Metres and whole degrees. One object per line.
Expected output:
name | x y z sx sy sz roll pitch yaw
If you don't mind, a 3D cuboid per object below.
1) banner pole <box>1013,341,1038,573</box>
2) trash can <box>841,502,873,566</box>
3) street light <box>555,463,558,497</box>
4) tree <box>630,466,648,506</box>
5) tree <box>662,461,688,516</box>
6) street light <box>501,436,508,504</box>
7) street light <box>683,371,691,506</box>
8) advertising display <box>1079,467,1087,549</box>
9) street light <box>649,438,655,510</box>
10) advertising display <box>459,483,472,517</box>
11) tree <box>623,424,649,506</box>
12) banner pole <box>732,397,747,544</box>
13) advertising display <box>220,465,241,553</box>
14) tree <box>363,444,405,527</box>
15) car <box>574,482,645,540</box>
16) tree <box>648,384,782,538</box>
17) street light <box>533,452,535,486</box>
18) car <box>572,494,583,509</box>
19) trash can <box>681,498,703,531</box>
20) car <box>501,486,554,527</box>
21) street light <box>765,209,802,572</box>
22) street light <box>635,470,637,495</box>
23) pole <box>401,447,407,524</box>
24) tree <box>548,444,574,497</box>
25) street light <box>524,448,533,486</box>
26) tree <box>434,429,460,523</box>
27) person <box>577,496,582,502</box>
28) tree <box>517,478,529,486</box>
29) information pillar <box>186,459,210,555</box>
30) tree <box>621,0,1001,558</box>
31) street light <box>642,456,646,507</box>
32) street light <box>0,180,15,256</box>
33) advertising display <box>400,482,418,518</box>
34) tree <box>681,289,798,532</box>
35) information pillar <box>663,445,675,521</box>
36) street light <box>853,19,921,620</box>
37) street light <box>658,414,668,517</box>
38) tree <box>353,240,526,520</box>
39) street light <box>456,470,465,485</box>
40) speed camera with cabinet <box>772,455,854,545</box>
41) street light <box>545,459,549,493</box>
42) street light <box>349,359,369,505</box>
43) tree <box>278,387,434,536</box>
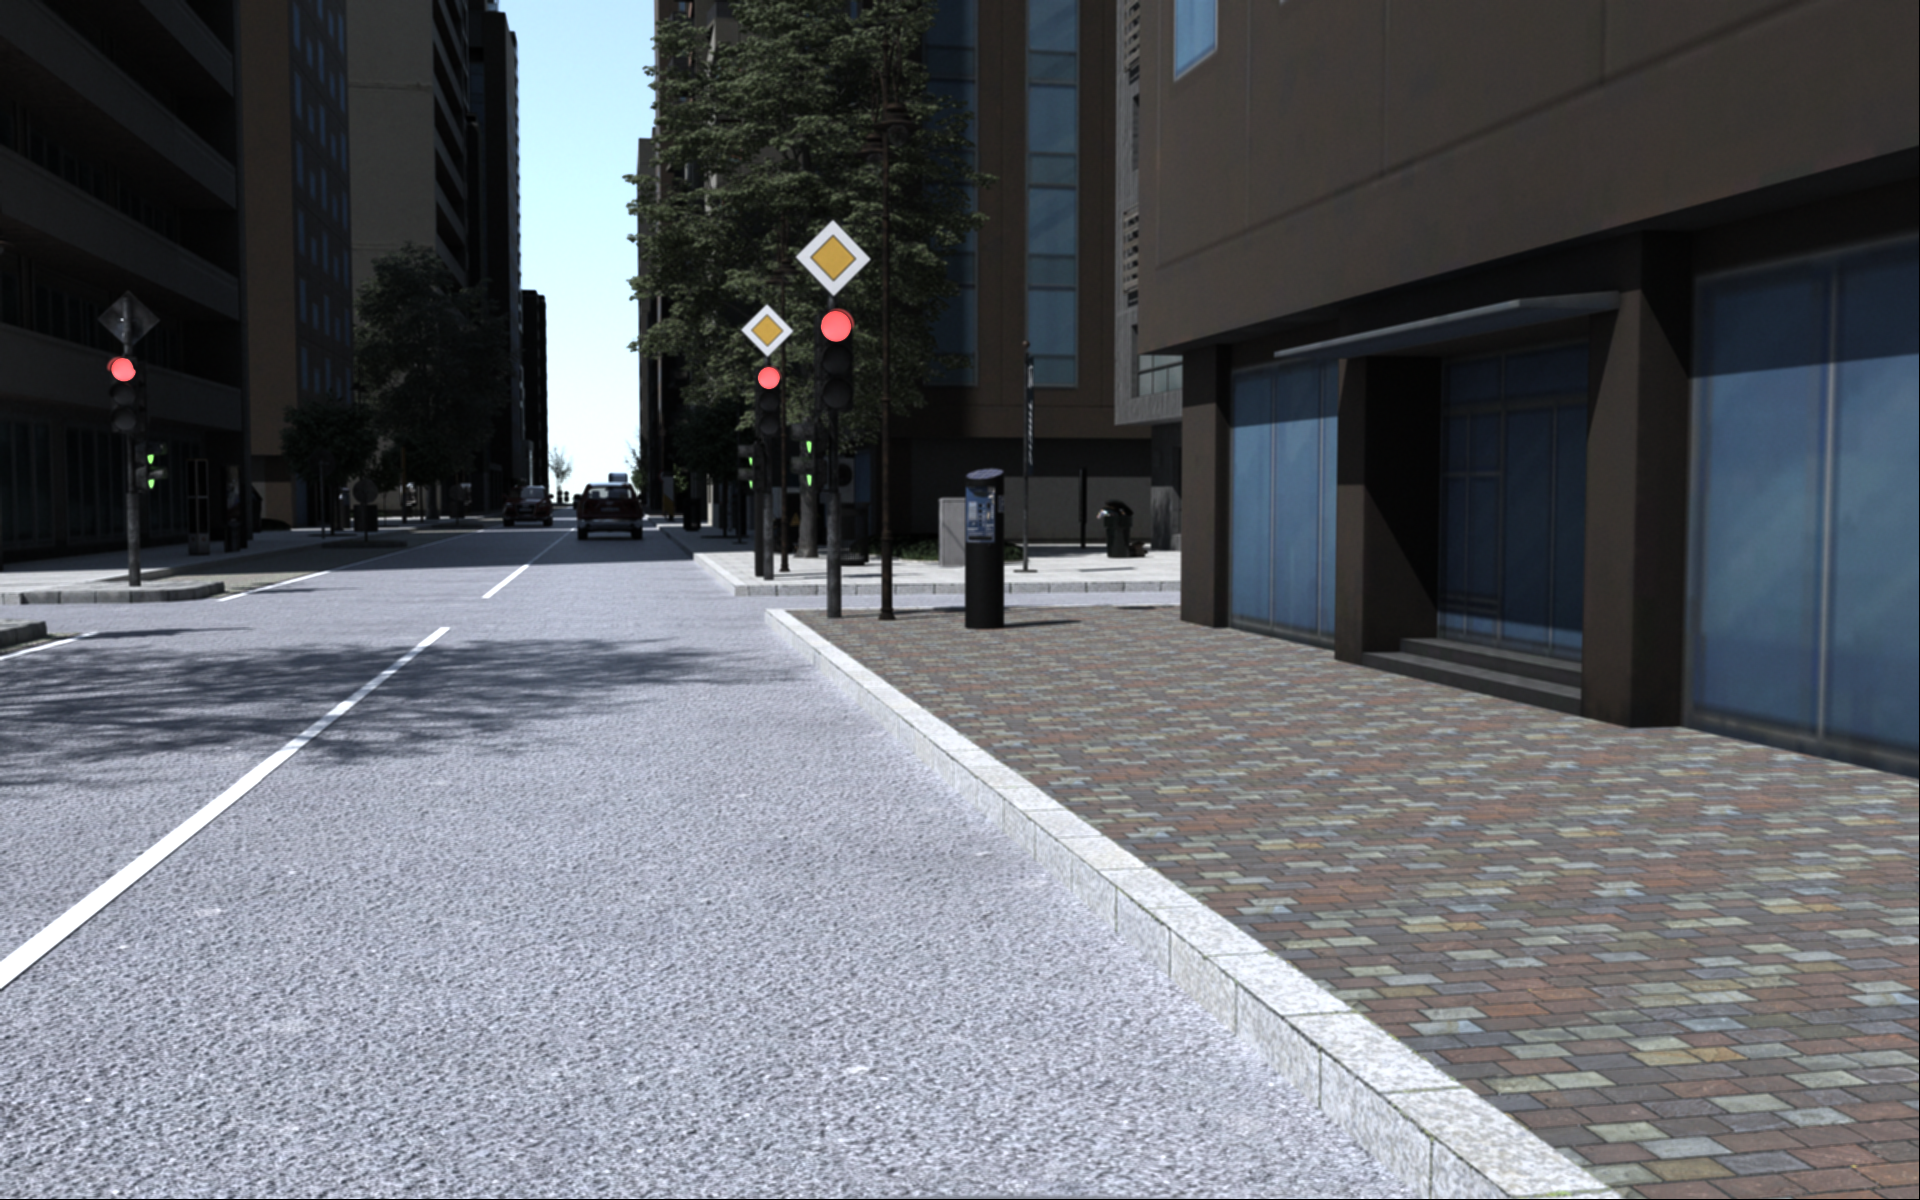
banner pole | 1.112 -2.331 28.130 0.401 3.779 0.863 -1 4 -9
trash can | -1.937 -1.183 31.003 0.748 1.137 0.748 0 3 0
street light | -58.218 -16.968 250.208 0.468 5.910 1.993 -1 4 -11
tree | -34.477 -12.584 189.463 4.285 4.588 4.351 0 3 0
tree | -16.731 -6.508 101.008 1.663 3.219 1.824 0 3 0
street light | -35.277 -9.866 134.101 0.468 5.910 1.993 -1 4 -11
street light | -10.002 -5.576 63.959 0.468 5.910 1.993 -1 4 -11
advertising display | 2.917 -2.194 41.081 0.123 1.923 0.974 0 4 1
street light | -24.667 -10.153 138.789 0.468 5.910 1.993 -1 4 -11
advertising display | -27.797 -5.636 97.361 0.123 1.923 0.974 2 4 23
tree | -32.960 -14.132 181.415 4.360 8.622 3.978 0 3 0
banner pole | -5.750 -3.360 44.955 0.401 3.779 0.863 -1 4 -12
advertising display | -16.122 -2.025 38.317 0.123 1.923 0.974 0 4 -5
tree | -22.263 -4.444 67.254 1.663 3.219 1.824 0 3 0
car | -11.362 -2.903 56.139 2.281 1.827 5.304 -1 4 -12
tree | -6.872 -4.123 51.117 4.285 4.588 4.351 0 3 0
street light | -44.439 -12.705 180.520 0.468 5.910 1.993 -1 4 -11
car | -35.539 -9.378 163.123 2.009 1.686 4.222 -1 4 -11
trash can | -9.316 -2.969 60.188 0.748 1.137 0.748 0 3 0
car | -19.474 -4.249 78.140 2.281 1.827 5.304 -1 4 -11
street light | -2.897 -3.405 28.457 0.468 5.910 1.993 -1 4 -11
street light | -40.944 -15.162 220.689 0.468 5.910 1.993 -1 4 -11
pole | -24.209 -4.987 75.382 0.158 3.312 0.155 0 3 0
tree | -58.673 -18.560 253.812 4.360 8.622 3.978 0 3 0
street light | -42.134 -11.983 168.712 0.468 5.910 1.993 -1 4 -11
tree | -24.293 -5.764 77.962 4.285 4.588 4.351 0 3 0
person | -23.823 -6.248 110.660 1.348 1.822 0.705 -1 4 -10
tree | -44.104 -10.923 173.199 1.663 3.219 1.824 0 3 0
information pillar | -15.985 -1.947 36.333 0.304 2.012 0.304 2 4 27
tree | -3.097 -7.147 34.976 7.486 12.596 7.792 0 3 0
street light | -31.631 -12.273 173.457 0.468 5.910 1.993 -1 4 -11
street light | -13.542 -3.132 23.996 0.468 5.910 1.993 -1 4 -11
advertising display | -29.991 -5.445 94.246 0.974 1.923 0.123 1 4 13
tree | -7.666 -6.644 58.997 4.737 8.622 4.395 0 3 0
information pillar | -13.740 -5.528 81.732 0.504 3.616 0.183 0 4 2
street light | -0.745 -2.735 17.506 0.468 5.910 1.993 -1 4 -11
street light | -17.876 -8.035 104.160 0.468 5.910 1.993 -1 4 -11
tree | -26.630 -11.029 86.973 9.857 13.997 8.962 0 3 0
street light | -28.354 -7.716 98.940 0.468 5.910 1.993 -1 4 -11
speed camera with cabinet | -3.529 -2.863 41.154 2.038 3.252 0.660 -2 4 -33
street light | -51.251 -14.823 215.140 0.468 5.910 1.993 -1 4 -11
street light | -20.539 -5.294 59.345 0.468 5.910 1.993 -1 4 -11
tree | -19.370 -4.251 53.215 4.285 4.588 4.351 0 3 0
